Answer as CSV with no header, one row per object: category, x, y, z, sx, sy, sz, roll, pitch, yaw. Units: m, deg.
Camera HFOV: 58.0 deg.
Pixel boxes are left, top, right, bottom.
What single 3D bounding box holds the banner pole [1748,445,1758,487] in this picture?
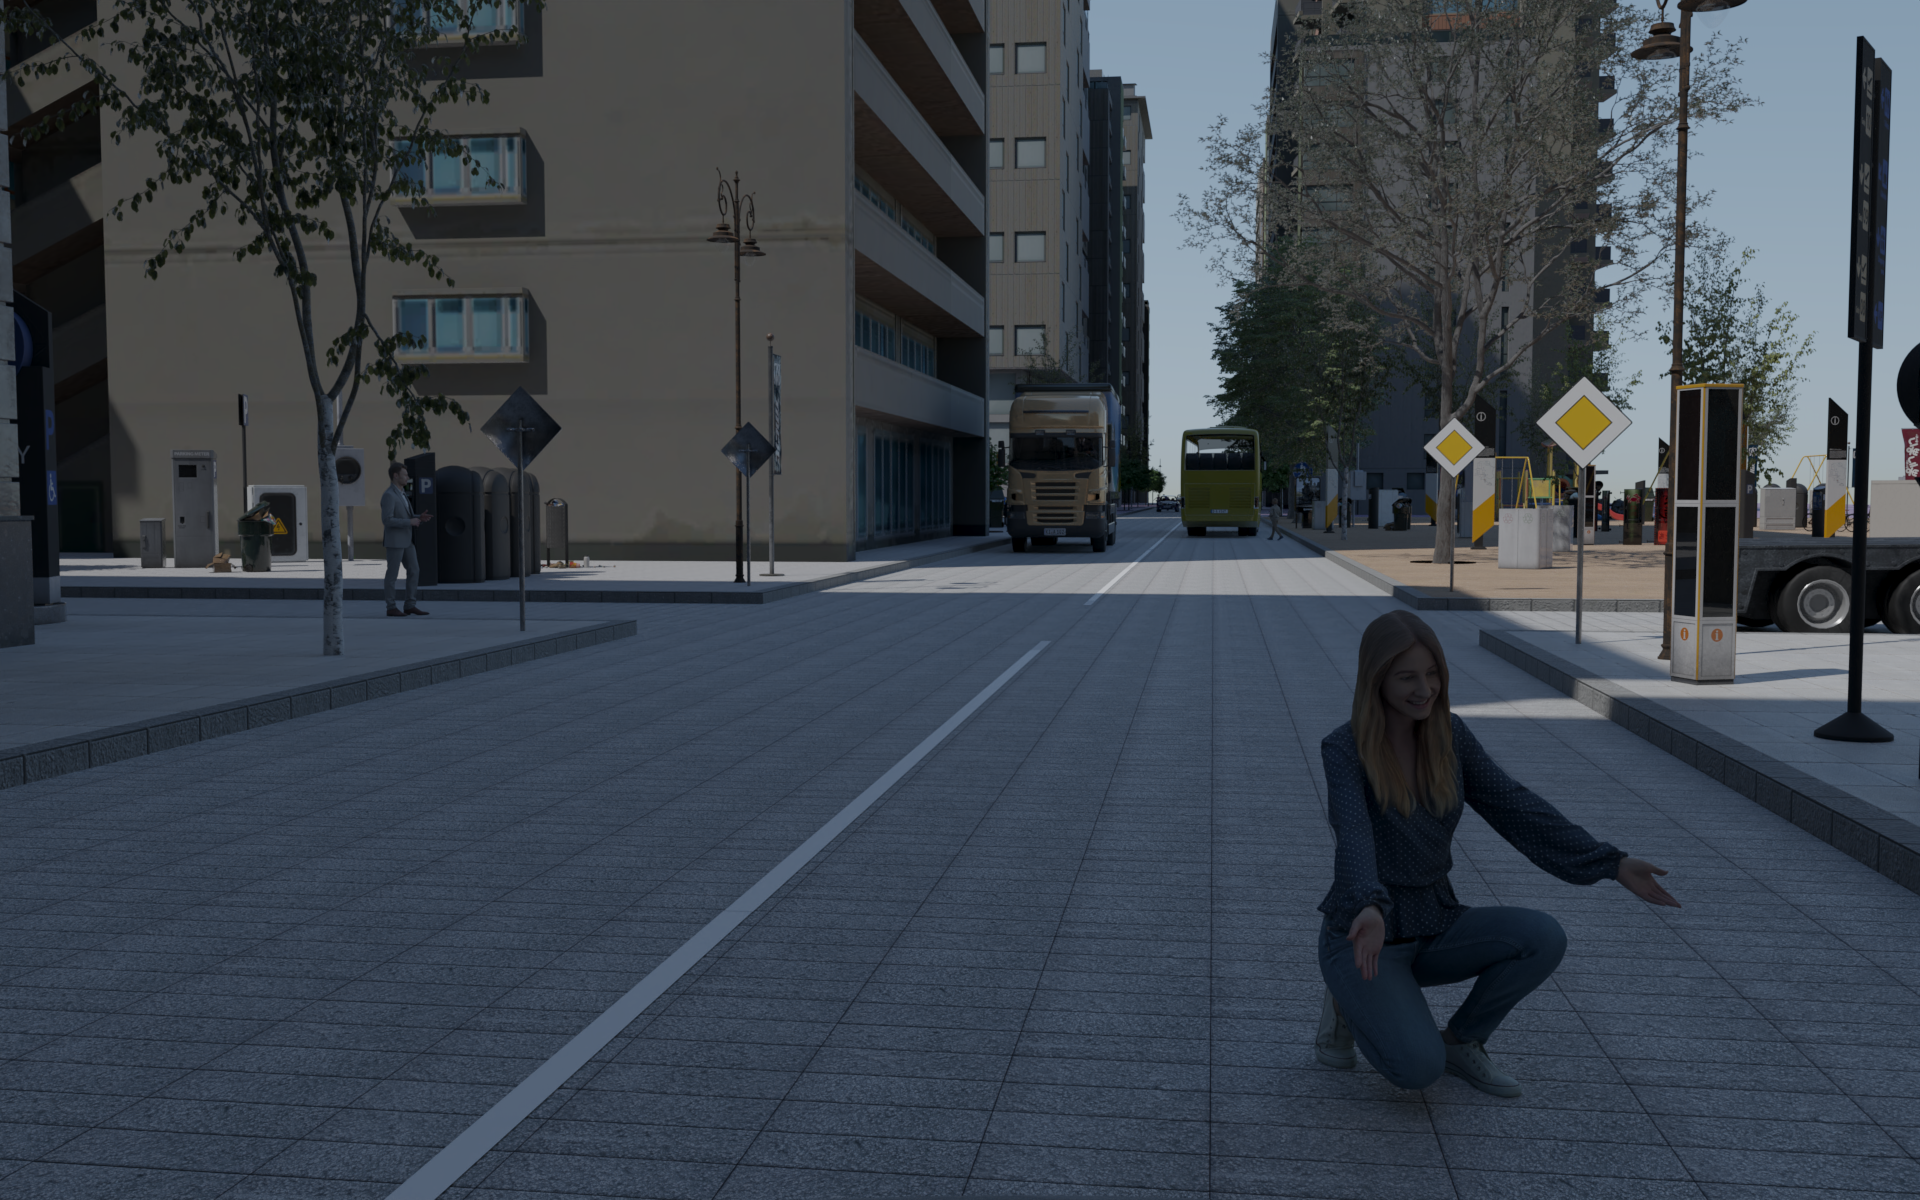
banner pole,35.384,-5.363,77.698,0.401,3.779,0.863,-2,4,-33

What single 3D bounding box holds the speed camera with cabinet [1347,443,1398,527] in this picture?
speed camera with cabinet,16.063,-4.483,67.635,2.038,3.252,0.660,-1,4,-14

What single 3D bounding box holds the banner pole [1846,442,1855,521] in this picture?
banner pole,42.771,-5.682,82.923,0.863,3.779,0.401,1,4,23

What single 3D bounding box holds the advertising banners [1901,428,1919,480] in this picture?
advertising banners,25.854,-3.016,45.500,2.074,3.025,0.090,2,4,30

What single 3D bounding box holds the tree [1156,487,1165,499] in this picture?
tree,28.477,-15.514,248.261,1.663,3.219,1.824,0,3,0

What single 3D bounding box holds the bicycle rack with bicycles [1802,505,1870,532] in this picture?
bicycle rack with bicycles,30.363,-2.752,58.378,2.852,0.926,2.925,-1,4,-13

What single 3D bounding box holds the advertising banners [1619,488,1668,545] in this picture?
advertising banners,17.587,-2.878,43.247,2.074,3.025,0.090,1,4,11

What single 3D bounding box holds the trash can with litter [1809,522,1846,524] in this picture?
trash can with litter,36.700,-3.783,72.910,2.233,1.210,1.678,-1,4,-11

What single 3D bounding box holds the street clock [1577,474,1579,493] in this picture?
street clock,22.133,-3.491,61.652,0.358,2.002,0.471,0,4,4

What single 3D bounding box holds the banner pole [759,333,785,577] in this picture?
banner pole,-2.911,-2.277,27.251,0.401,3.779,0.863,1,4,9

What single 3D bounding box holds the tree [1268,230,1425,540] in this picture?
tree,10.751,-5.988,48.265,4.360,8.622,3.978,0,3,0

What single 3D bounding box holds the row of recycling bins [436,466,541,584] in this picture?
row of recycling bins,-7.207,-1.183,26.462,1.069,1.692,3.534,0,4,3

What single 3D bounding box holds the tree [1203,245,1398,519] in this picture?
tree,17.405,-11.179,89.435,9.857,13.997,8.962,0,3,0

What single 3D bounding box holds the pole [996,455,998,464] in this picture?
pole,1.808,-5.469,83.263,0.158,3.312,0.155,0,3,0

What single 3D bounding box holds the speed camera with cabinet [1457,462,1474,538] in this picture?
speed camera with cabinet,14.772,-3.409,50.077,0.660,3.252,2.038,1,4,11

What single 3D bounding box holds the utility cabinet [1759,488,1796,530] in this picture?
utility cabinet,28.919,-3.214,61.230,1.173,1.500,0.318,0,4,-8

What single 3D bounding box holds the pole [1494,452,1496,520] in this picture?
pole,26.169,-5.571,84.931,0.158,3.312,0.155,0,3,0

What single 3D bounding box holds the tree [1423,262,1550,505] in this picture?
tree,15.466,-6.368,54.472,4.360,8.622,3.978,0,3,0

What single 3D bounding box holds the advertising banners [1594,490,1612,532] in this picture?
advertising banners,21.881,-3.885,59.710,0.090,3.025,2.074,-1,4,-11

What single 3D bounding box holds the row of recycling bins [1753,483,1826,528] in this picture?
row of recycling bins,31.633,-3.627,66.410,3.534,1.692,1.069,2,4,33

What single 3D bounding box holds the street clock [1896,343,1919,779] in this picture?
street clock,4.401,-0.188,7.642,0.471,2.002,0.358,0,4,6

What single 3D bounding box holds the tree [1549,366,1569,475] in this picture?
tree,31.359,-8.729,93.073,4.360,8.622,3.978,0,3,0

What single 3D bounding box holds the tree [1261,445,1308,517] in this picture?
tree,18.136,-6.998,98.129,4.285,4.588,4.351,0,3,0

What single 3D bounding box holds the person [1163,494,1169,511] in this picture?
person,17.838,-8.429,149.551,0.697,1.427,0.421,0,4,4

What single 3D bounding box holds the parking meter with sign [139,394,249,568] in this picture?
parking meter with sign,-13.318,-2.071,30.118,1.738,3.016,0.543,-1,4,-14

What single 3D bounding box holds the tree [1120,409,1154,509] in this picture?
tree,14.870,-12.221,150.172,4.360,8.622,3.978,0,3,0

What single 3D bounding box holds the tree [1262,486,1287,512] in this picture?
tree,22.747,-7.940,124.413,1.663,3.219,1.824,0,3,0

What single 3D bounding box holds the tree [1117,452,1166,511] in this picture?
tree,12.674,-9.188,133.936,4.285,4.588,4.351,0,3,0

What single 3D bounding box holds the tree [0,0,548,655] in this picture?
tree,-5.071,-3.852,13.344,4.360,8.622,3.978,0,3,0

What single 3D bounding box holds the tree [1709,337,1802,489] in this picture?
tree,37.378,-8.052,82.017,4.360,8.622,3.978,0,3,0

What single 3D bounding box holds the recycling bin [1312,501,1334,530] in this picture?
recycling bin,13.077,-3.051,62.430,0.722,1.027,0.722,0,4,7

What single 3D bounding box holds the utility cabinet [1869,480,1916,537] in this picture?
utility cabinet,15.085,-1.148,27.445,0.318,1.500,1.173,-2,4,-35

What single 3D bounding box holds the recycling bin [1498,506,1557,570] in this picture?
recycling bin,9.751,-1.058,29.846,0.722,1.027,0.722,3,4,38

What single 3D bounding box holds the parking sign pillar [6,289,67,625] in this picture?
parking sign pillar,-9.692,-1.751,17.097,1.447,3.967,1.447,-1,4,-14

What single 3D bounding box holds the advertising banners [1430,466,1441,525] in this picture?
advertising banners,19.907,-4.652,72.245,0.090,3.025,2.074,0,4,3

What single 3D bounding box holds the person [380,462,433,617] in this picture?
person,-6.489,-0.709,20.292,0.583,1.804,0.606,0,4,-2

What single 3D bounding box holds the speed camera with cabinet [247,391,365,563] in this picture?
speed camera with cabinet,-12.361,-2.348,32.727,2.038,3.252,0.660,-2,4,-32

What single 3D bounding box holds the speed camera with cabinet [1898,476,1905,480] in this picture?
speed camera with cabinet,47.745,-5.666,86.973,2.038,3.252,0.660,-3,5,-43

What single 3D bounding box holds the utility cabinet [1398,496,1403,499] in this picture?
utility cabinet,20.278,-4.251,80.671,0.306,1.237,1.020,3,5,39

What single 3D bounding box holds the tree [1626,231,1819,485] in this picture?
tree,21.338,-5.992,48.329,4.737,8.622,4.395,0,3,0

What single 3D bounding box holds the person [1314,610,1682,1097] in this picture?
person,1.228,0.602,4.163,1.012,1.151,0.738,-1,4,-16

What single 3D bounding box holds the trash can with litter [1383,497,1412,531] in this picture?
trash can with litter,15.169,-2.997,60.383,0.624,1.170,1.055,-2,4,-26

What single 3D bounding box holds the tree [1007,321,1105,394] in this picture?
tree,4.235,-7.594,74.519,4.360,8.622,3.978,0,3,0

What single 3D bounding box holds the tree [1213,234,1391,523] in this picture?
tree,14.961,-9.676,76.335,7.486,12.596,7.792,0,3,0

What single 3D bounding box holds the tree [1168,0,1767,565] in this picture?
tree,9.074,-7.413,31.574,12.009,13.543,11.850,0,3,0

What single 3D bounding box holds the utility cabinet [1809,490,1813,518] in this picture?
utility cabinet,45.453,-5.073,91.627,1.173,1.500,0.318,-2,4,-31

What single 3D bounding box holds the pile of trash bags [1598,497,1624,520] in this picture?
pile of trash bags,32.017,-4.738,87.222,3.447,1.369,1.912,1,4,18

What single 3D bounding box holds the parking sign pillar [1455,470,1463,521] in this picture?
parking sign pillar,24.308,-5.875,84.531,1.447,3.967,1.447,0,4,-4

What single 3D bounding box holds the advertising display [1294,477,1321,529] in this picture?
advertising display,12.940,-3.627,64.513,0.974,1.923,0.123,-1,4,-10

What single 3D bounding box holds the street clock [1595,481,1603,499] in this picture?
street clock,34.340,-5.421,93.209,0.471,2.002,0.358,0,4,1

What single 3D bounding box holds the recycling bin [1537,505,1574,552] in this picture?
recycling bin,13.218,-1.586,38.484,0.722,1.027,0.722,2,4,24

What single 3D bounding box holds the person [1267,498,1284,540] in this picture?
person,9.750,-2.500,53.647,0.640,1.303,0.475,3,5,39

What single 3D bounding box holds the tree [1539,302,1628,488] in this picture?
tree,24.324,-7.155,67.351,4.737,8.622,4.395,0,3,0

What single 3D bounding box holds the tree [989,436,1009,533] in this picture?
tree,1.047,-3.864,57.781,1.663,3.219,1.824,0,3,0

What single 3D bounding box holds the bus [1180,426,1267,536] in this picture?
bus,9.469,-4.303,61.897,2.896,3.916,12.252,1,4,10

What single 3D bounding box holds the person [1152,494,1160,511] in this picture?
person,16.703,-8.229,146.265,0.991,1.433,0.599,-1,4,-15

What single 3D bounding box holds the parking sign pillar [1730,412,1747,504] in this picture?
parking sign pillar,23.513,-3.976,53.473,1.447,3.967,1.447,1,4,11

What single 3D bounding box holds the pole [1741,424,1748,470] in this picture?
pole,22.930,-3.476,50.671,0.158,3.312,0.155,0,3,0
